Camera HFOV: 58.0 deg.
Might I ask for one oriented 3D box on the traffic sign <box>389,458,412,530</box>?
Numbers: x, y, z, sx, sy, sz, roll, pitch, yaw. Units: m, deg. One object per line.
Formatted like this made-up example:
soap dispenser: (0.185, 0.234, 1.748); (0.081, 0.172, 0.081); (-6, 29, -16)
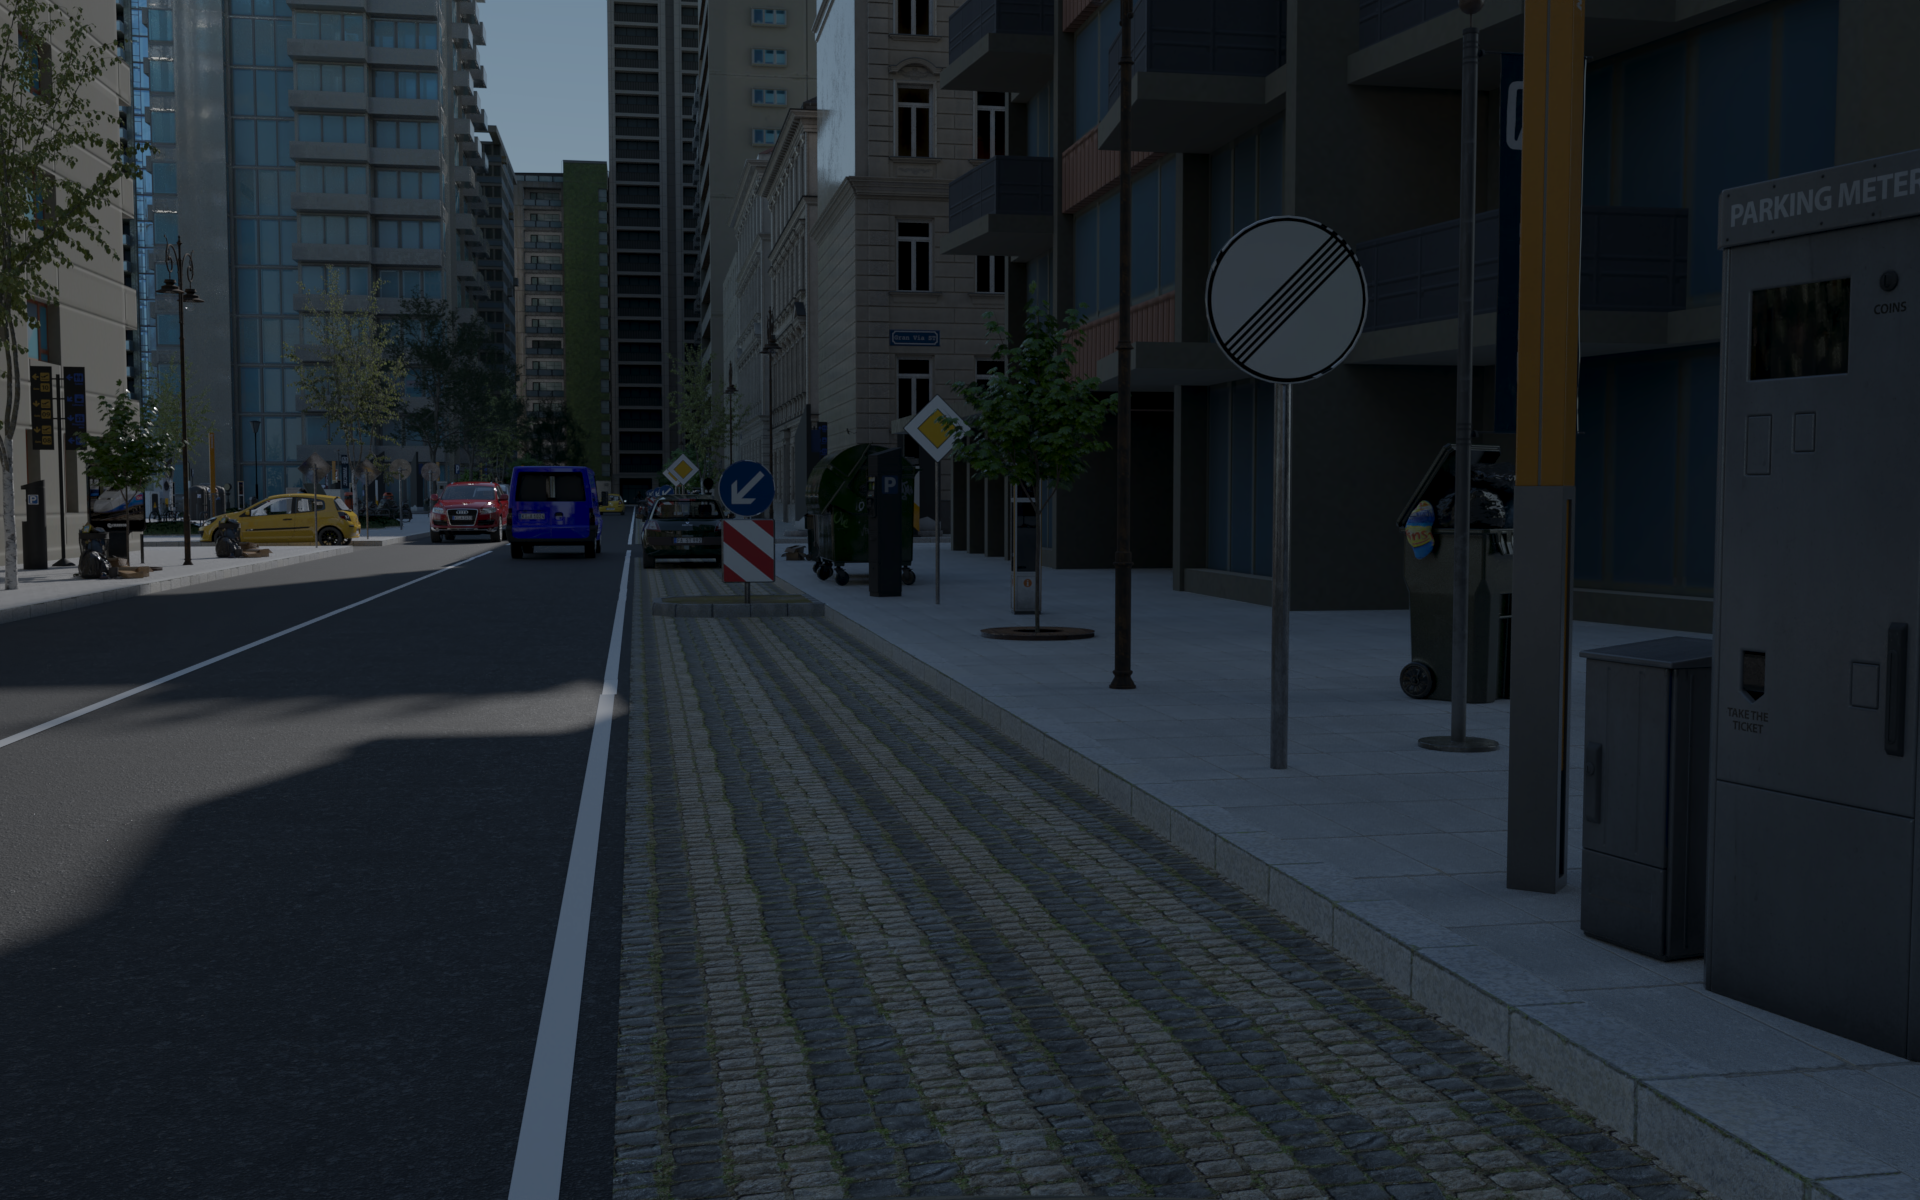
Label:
traffic sign: (-20.016, -3.784, 61.982); (0.768, 2.556, 0.104); (-1, 4, -10)

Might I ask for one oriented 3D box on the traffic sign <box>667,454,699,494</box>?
traffic sign: (-6.830, -2.394, 42.779); (0.795, 2.450, 0.064); (-1, 4, -11)

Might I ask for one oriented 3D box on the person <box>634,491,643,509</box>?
person: (-31.899, -9.945, 171.928); (0.721, 1.723, 1.217); (2, 4, 35)

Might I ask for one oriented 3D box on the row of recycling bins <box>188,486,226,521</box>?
row of recycling bins: (-37.314, -4.806, 85.691); (1.069, 1.692, 3.534); (0, 4, -4)

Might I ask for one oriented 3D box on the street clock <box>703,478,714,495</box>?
street clock: (-11.073, -4.383, 76.225); (0.471, 2.002, 0.358); (-1, 4, -11)

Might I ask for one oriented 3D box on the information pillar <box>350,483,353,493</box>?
information pillar: (-40.655, -6.821, 116.014); (0.304, 2.012, 0.304); (0, 4, 7)

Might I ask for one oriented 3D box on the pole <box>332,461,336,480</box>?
pole: (-38.699, -6.928, 107.120); (0.158, 3.312, 0.155); (0, 3, 0)

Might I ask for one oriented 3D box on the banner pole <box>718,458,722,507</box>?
banner pole: (-16.183, -7.771, 117.065); (0.401, 3.779, 0.863); (1, 4, 11)

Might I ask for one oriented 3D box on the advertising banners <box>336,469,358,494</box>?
advertising banners: (-42.775, -7.598, 120.413); (2.074, 3.025, 0.090); (1, 4, 19)

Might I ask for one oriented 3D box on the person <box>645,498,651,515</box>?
person: (-21.579, -6.479, 119.935); (0.738, 1.151, 1.012); (0, 4, 4)

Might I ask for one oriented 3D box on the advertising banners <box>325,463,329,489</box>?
advertising banners: (-35.772, -6.170, 97.069); (0.090, 3.025, 2.074); (0, 4, 2)

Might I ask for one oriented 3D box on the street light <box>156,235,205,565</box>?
street light: (-13.953, -3.568, 31.125); (0.468, 5.910, 1.993); (-1, 4, -11)

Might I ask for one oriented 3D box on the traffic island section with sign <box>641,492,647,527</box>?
traffic island section with sign: (-13.015, -4.130, 76.147); (1.989, 1.847, 2.006); (-1, 4, -11)

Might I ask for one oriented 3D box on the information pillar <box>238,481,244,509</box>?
information pillar: (-41.662, -5.864, 100.365); (0.304, 2.012, 0.304); (-2, 4, -26)

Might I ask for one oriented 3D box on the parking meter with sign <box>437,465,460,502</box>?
parking meter with sign: (-30.544, -6.500, 102.535); (1.738, 3.016, 0.543); (1, 4, 9)

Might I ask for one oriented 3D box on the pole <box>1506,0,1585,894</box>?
pole: (1.884, -0.716, 5.556); (0.158, 3.312, 0.155); (0, 3, 0)

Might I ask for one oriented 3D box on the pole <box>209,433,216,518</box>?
pole: (-24.844, -3.898, 57.575); (0.158, 3.312, 0.155); (0, 3, 0)

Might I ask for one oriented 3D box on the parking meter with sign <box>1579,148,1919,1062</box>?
parking meter with sign: (2.247, -0.485, 4.199); (0.543, 3.016, 1.738); (-1, 4, -22)

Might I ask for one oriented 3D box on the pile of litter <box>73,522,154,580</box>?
pile of litter: (-13.092, -0.780, 26.720); (1.176, 0.858, 1.719); (-1, 4, -17)

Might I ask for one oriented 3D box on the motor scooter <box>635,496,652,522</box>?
motor scooter: (-16.214, -4.646, 88.737); (0.815, 1.314, 1.986); (-1, 4, -9)

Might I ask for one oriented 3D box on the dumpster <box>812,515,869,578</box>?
dumpster: (-1.649, -1.309, 27.167); (1.264, 1.857, 1.865); (-1, 4, -11)

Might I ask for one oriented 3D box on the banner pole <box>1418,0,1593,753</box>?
banner pole: (2.755, -1.144, 8.716); (0.863, 3.779, 0.401); (-1, 4, -11)

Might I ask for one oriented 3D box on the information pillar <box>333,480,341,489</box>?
information pillar: (-32.239, -5.209, 89.655); (0.304, 2.012, 0.304); (1, 4, 23)

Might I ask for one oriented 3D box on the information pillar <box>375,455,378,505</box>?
information pillar: (-34.794, -6.846, 103.292); (0.183, 3.616, 0.504); (-2, 4, -23)

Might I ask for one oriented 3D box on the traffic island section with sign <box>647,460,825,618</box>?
traffic island section with sign: (-2.720, -0.752, 20.918); (1.989, 1.847, 2.006); (-1, 4, -11)

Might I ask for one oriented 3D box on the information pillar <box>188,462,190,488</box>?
information pillar: (-48.545, -7.184, 108.812); (0.504, 3.616, 0.183); (2, 4, 31)

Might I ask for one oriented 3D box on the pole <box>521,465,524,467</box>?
pole: (-31.103, -7.915, 123.246); (0.158, 3.312, 0.155); (0, 3, 0)

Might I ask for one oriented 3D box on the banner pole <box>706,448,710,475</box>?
banner pole: (-13.763, -6.400, 94.664); (0.401, 3.779, 0.863); (-1, 4, -22)

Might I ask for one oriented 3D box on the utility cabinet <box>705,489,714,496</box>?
utility cabinet: (-11.593, -4.373, 80.178); (0.318, 1.500, 1.173); (-1, 4, -15)

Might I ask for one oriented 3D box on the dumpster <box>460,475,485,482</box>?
dumpster: (-24.394, -5.165, 86.934); (1.502, 2.255, 1.985); (-1, 4, -10)

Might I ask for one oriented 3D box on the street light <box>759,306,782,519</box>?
street light: (-4.671, -4.281, 42.775); (0.468, 5.910, 1.993); (-1, 4, -11)

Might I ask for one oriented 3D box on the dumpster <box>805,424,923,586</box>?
dumpster: (-1.388, -1.374, 24.962); (1.502, 2.255, 1.985); (-1, 4, -10)

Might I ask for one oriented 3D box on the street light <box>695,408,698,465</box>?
street light: (-14.022, -7.317, 92.425); (0.468, 5.910, 1.993); (-1, 4, -11)

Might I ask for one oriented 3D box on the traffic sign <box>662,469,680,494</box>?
traffic sign: (-8.296, -2.874, 50.629); (0.795, 2.450, 0.064); (-1, 4, -11)

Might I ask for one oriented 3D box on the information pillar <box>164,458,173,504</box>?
information pillar: (-50.750, -7.325, 111.121); (0.504, 3.616, 0.183); (-2, 4, -23)

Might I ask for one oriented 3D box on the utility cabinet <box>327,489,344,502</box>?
utility cabinet: (-29.710, -4.482, 81.964); (1.173, 1.500, 0.318); (1, 4, 17)

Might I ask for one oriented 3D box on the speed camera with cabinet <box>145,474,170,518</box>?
speed camera with cabinet: (-43.705, -6.099, 94.046); (0.660, 3.252, 2.038); (0, 4, 4)

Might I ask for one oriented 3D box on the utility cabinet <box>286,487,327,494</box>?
utility cabinet: (-22.125, -3.049, 58.528); (1.173, 1.500, 0.318); (-2, 4, -24)

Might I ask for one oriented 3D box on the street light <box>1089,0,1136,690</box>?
street light: (1.075, -2.354, 11.273); (0.468, 5.910, 1.993); (-1, 4, -11)

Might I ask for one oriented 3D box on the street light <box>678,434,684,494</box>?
street light: (-19.936, -9.244, 123.932); (0.468, 5.910, 1.993); (-1, 4, -11)

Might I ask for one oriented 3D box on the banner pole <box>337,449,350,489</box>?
banner pole: (-34.462, -6.525, 96.700); (0.401, 3.779, 0.863); (3, 5, 40)

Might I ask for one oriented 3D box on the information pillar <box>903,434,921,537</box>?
information pillar: (-1.426, -3.664, 51.267); (0.504, 3.616, 0.183); (-1, 4, -18)

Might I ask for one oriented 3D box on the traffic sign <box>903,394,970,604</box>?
traffic sign: (-0.263, -1.156, 20.085); (0.795, 2.450, 0.064); (0, 4, -5)

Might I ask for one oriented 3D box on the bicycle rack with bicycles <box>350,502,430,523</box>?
bicycle rack with bicycles: (-26.079, -3.973, 78.341); (2.925, 0.926, 2.852); (1, 4, 12)

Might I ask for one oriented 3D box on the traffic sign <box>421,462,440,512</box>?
traffic sign: (-21.278, -4.254, 69.651); (0.768, 2.556, 0.104); (0, 4, -1)

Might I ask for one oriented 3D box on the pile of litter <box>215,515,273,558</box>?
pile of litter: (-14.655, -1.311, 35.393); (1.176, 0.858, 1.719); (0, 4, -4)

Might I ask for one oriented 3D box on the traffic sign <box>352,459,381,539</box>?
traffic sign: (-16.797, -2.778, 49.069); (0.795, 2.450, 0.064); (-1, 4, -11)

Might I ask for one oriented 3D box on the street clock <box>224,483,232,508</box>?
street clock: (-49.389, -6.869, 116.872); (0.471, 2.002, 0.358); (1, 4, 14)

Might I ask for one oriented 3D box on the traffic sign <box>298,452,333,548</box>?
traffic sign: (-15.332, -2.298, 41.219); (0.795, 2.450, 0.064); (-1, 4, -11)

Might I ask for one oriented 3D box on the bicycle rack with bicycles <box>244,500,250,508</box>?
bicycle rack with bicycles: (-44.933, -5.998, 111.449); (2.852, 0.926, 2.925); (2, 4, 32)

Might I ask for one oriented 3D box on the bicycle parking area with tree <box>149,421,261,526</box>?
bicycle parking area with tree: (-30.163, -4.932, 67.646); (8.231, 4.147, 9.016); (1, 4, 14)

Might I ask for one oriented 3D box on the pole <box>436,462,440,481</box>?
pole: (-33.266, -7.132, 110.452); (0.158, 3.312, 0.155); (0, 3, 0)

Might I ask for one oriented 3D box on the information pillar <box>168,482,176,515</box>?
information pillar: (-48.877, -6.293, 107.379); (0.304, 2.012, 0.304); (0, 4, 7)

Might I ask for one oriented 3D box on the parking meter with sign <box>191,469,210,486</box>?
parking meter with sign: (-51.934, -7.522, 119.245); (1.738, 3.016, 0.543); (-1, 4, -15)

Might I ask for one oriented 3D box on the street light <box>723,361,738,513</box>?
street light: (-7.952, -5.343, 60.142); (0.468, 5.910, 1.993); (-1, 4, -11)

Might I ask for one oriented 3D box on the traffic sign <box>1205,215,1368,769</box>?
traffic sign: (1.492, -0.485, 8.028); (0.768, 2.556, 0.104); (0, 4, -7)

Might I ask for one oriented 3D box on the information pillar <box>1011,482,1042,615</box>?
information pillar: (0.706, -0.856, 18.493); (0.304, 2.012, 0.304); (0, 4, -5)

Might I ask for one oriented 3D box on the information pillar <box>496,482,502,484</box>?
information pillar: (-27.068, -5.953, 101.820); (0.304, 2.012, 0.304); (-2, 4, -26)
